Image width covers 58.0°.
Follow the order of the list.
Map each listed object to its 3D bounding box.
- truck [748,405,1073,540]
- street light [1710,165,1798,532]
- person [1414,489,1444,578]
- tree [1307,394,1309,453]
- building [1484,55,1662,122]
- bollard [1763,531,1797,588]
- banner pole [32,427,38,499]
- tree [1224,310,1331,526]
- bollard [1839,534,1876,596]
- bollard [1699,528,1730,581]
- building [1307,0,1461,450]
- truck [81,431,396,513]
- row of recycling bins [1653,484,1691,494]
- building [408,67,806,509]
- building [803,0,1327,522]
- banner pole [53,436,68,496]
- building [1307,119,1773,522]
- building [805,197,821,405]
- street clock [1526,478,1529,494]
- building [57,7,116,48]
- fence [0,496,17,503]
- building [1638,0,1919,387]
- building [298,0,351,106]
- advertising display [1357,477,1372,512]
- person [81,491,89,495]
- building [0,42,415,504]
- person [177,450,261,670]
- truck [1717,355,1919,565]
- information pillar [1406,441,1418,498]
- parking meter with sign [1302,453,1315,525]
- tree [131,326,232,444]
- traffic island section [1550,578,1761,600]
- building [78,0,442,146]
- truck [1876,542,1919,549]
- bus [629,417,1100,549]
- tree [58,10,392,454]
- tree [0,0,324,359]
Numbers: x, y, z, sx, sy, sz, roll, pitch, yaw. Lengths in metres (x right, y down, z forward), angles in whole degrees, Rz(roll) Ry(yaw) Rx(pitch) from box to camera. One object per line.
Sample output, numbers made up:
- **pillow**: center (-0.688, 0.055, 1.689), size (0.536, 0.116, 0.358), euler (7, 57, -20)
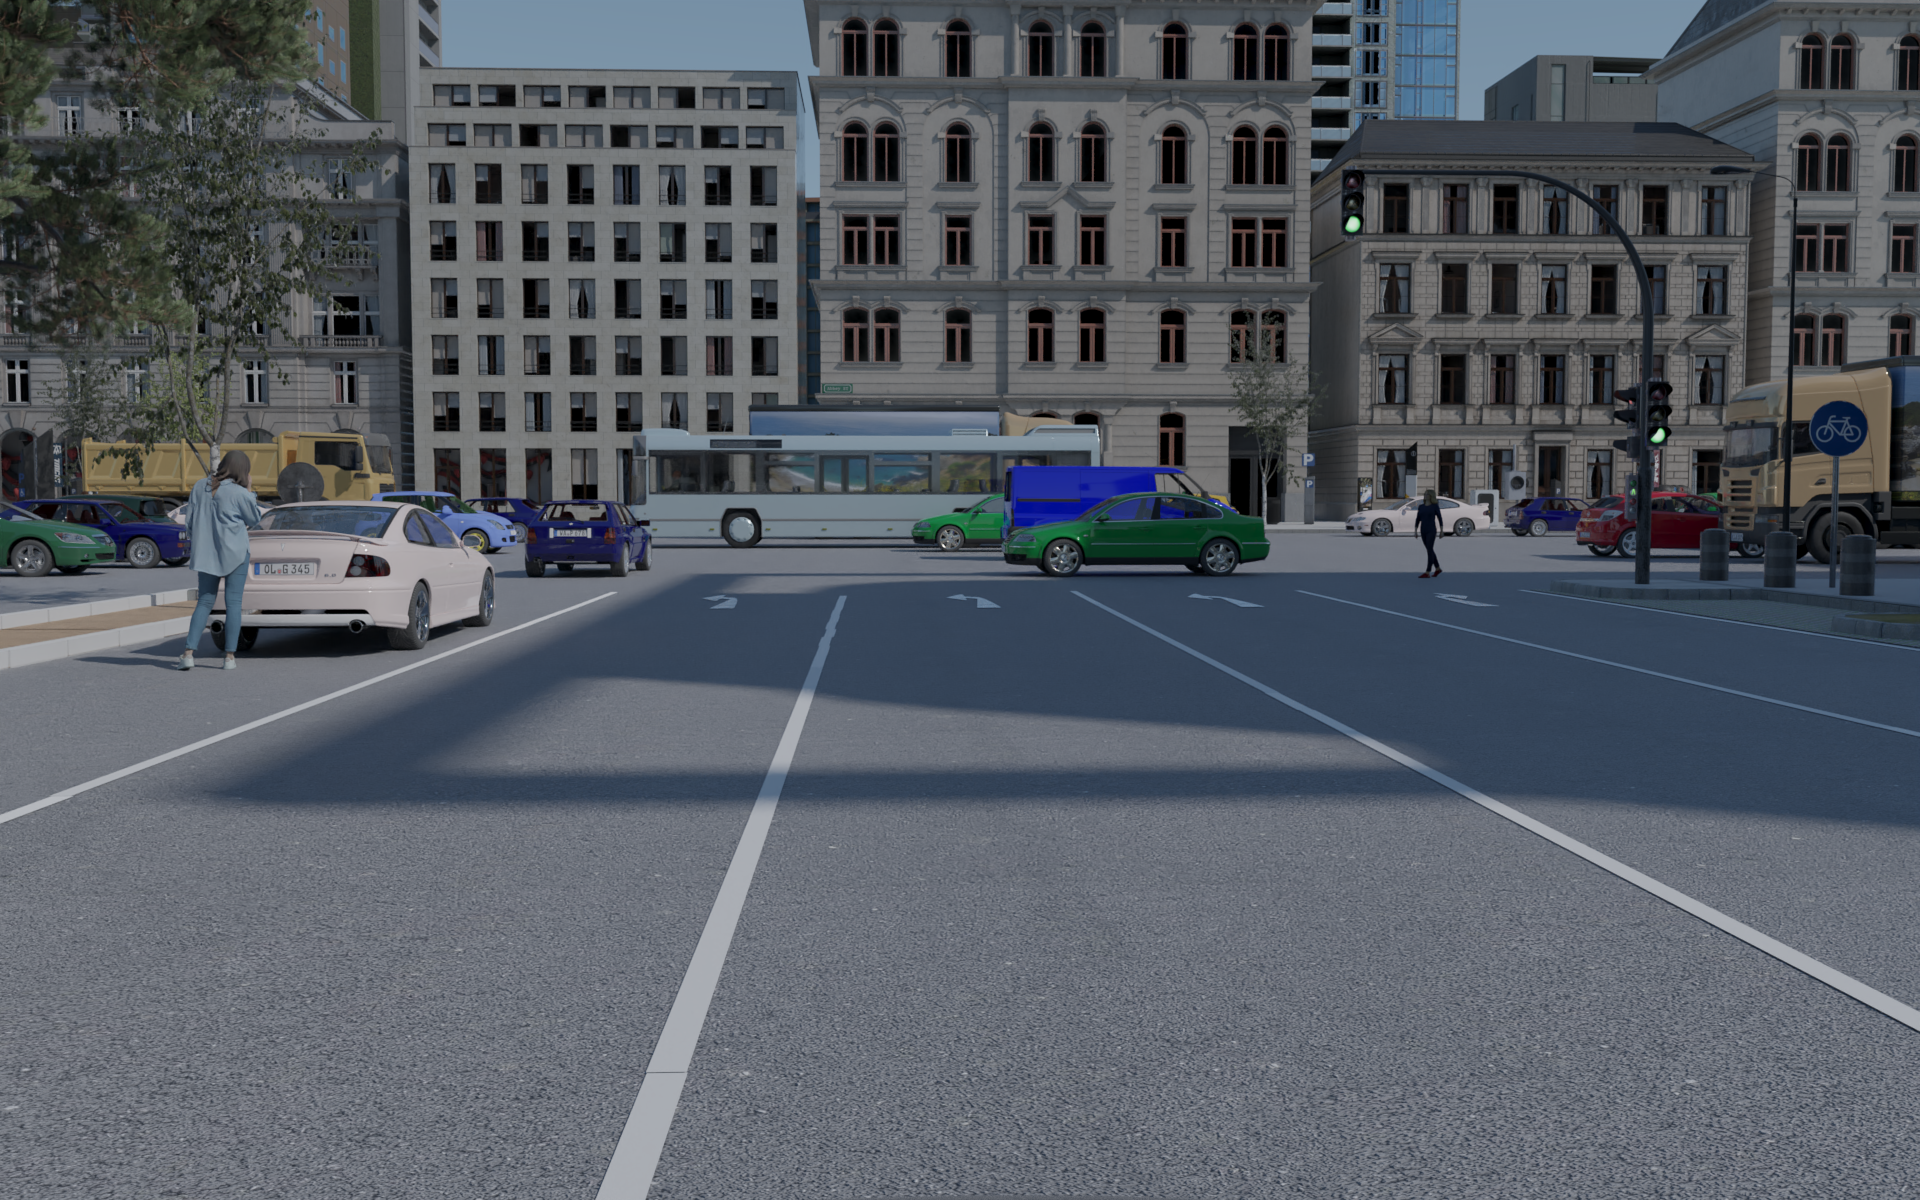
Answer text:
- **truck**: center (-1.025, -4.077, 55.578), size (11.283, 4.237, 2.839), euler (0, 4, -1)
- **street light**: center (11.295, -3.188, 24.668), size (1.470, 5.913, 1.316), euler (0, 4, -3)
- **person**: center (8.060, -1.140, 29.679), size (0.480, 1.512, 0.613), euler (2, 4, 29)
- **tree**: center (18.885, -9.043, 98.223), size (4.737, 8.622, 4.395), euler (0, 3, 0)
- **building**: center (58.899, -29.468, 165.403), size (14.086, 41.232, 14.154), euler (0, 4, -3)
- **bollard**: center (11.296, -0.559, 23.851), size (0.404, 0.777, 0.398), euler (0, 3, 0)
- **banner pole**: center (-34.526, -4.570, 64.735), size (0.401, 3.779, 0.863), euler (-2, 4, -35)
- **tree**: center (12.310, -7.262, 69.098), size (4.360, 8.622, 3.978), euler (0, 3, 0)
- **bollard**: center (11.380, -0.443, 21.954), size (0.404, 0.777, 0.398), euler (0, 3, 0)
- **bollard**: center (11.209, -0.674, 25.730), size (0.404, 0.777, 0.398), euler (0, 3, 0)
- **building**: center (31.107, -51.405, 153.151), size (22.319, 86.520, 31.000), euler (0, 4, -3)
- **truck**: center (-21.973, -3.566, 54.226), size (9.791, 3.379, 3.469), euler (0, 4, -2)
- **row of recycling bins**: center (31.091, -4.199, 75.769), size (1.069, 1.692, 3.534), euler (3, 4, 37)
- **building**: center (-15.883, -13.867, 81.470), size (16.860, 20.320, 10.420), euler (0, 4, -3)
- **building**: center (4.498, -18.121, 83.663), size (23.554, 28.519, 14.401), euler (0, 4, -3)
- **banner pole**: center (-38.633, -5.164, 74.449), size (0.401, 3.779, 0.863), euler (3, 5, 39)
- **building**: center (26.820, -13.379, 83.374), size (19.286, 19.102, 10.561), euler (0, 4, -3)
- **building**: center (-9.837, -36.236, 247.088), size (28.867, 44.769, 22.147), euler (0, 4, -3)
- **street clock**: center (24.812, -4.390, 76.342), size (0.358, 2.002, 0.471), euler (-2, 4, -29)
- **building**: center (-82.750, -31.039, 157.593), size (14.200, 45.320, 14.600), euler (0, 4, -3)
- **fence**: center (-36.556, -3.358, 66.111), size (0.480, 1.192, 2.264), euler (0, 4, -1)
- **building**: center (48.207, -18.275, 86.191), size (23.554, 28.519, 14.401), euler (0, 4, -3)
- **building**: center (-53.781, -29.189, 127.344), size (14.600, 45.320, 14.200), euler (0, 4, -3)
- **advertising display**: center (15.494, -3.737, 66.310), size (0.123, 1.923, 0.974), euler (3, 5, 41)
- **person**: center (-25.556, -2.422, 50.567), size (0.523, 1.526, 0.387), euler (1, 4, 17)
- **building**: center (-36.777, -14.707, 82.252), size (24.055, 21.916, 13.314), euler (0, 4, -3)
- **person**: center (-6.067, -0.329, 14.149), size (0.793, 1.790, 0.793), euler (-2, 4, -31)
- **truck**: center (21.242, -2.896, 36.262), size (11.283, 4.237, 2.839), euler (0, 4, -1)
- **information pillar**: center (20.008, -5.220, 76.703), size (0.504, 3.616, 0.183), euler (2, 4, 30)
- **parking meter with sign**: center (14.802, -4.726, 73.528), size (0.543, 3.016, 1.738), euler (1, 4, 9)
- **tree**: center (-32.839, -7.506, 73.079), size (4.737, 8.622, 4.395), euler (0, 3, 0)
- **traffic island section**: center (9.743, -0.149, 24.724), size (2.009, 0.180, 2.903), euler (0, 4, -3)
- **building**: center (-61.420, -37.489, 154.950), size (28.212, 58.520, 21.231), euler (0, 4, -3)
- **truck**: center (27.081, -3.491, 45.991), size (11.283, 4.237, 2.839), euler (0, 4, -1)
- **bus**: center (-2.987, -3.170, 46.685), size (13.247, 3.499, 2.948), euler (0, 4, -3)
- **tree**: center (-9.251, -4.197, 21.447), size (4.360, 8.622, 3.978), euler (0, 3, 0)
- **tree**: center (-9.502, -6.435, 15.098), size (7.806, 13.903, 7.818), euler (0, 3, 0)
